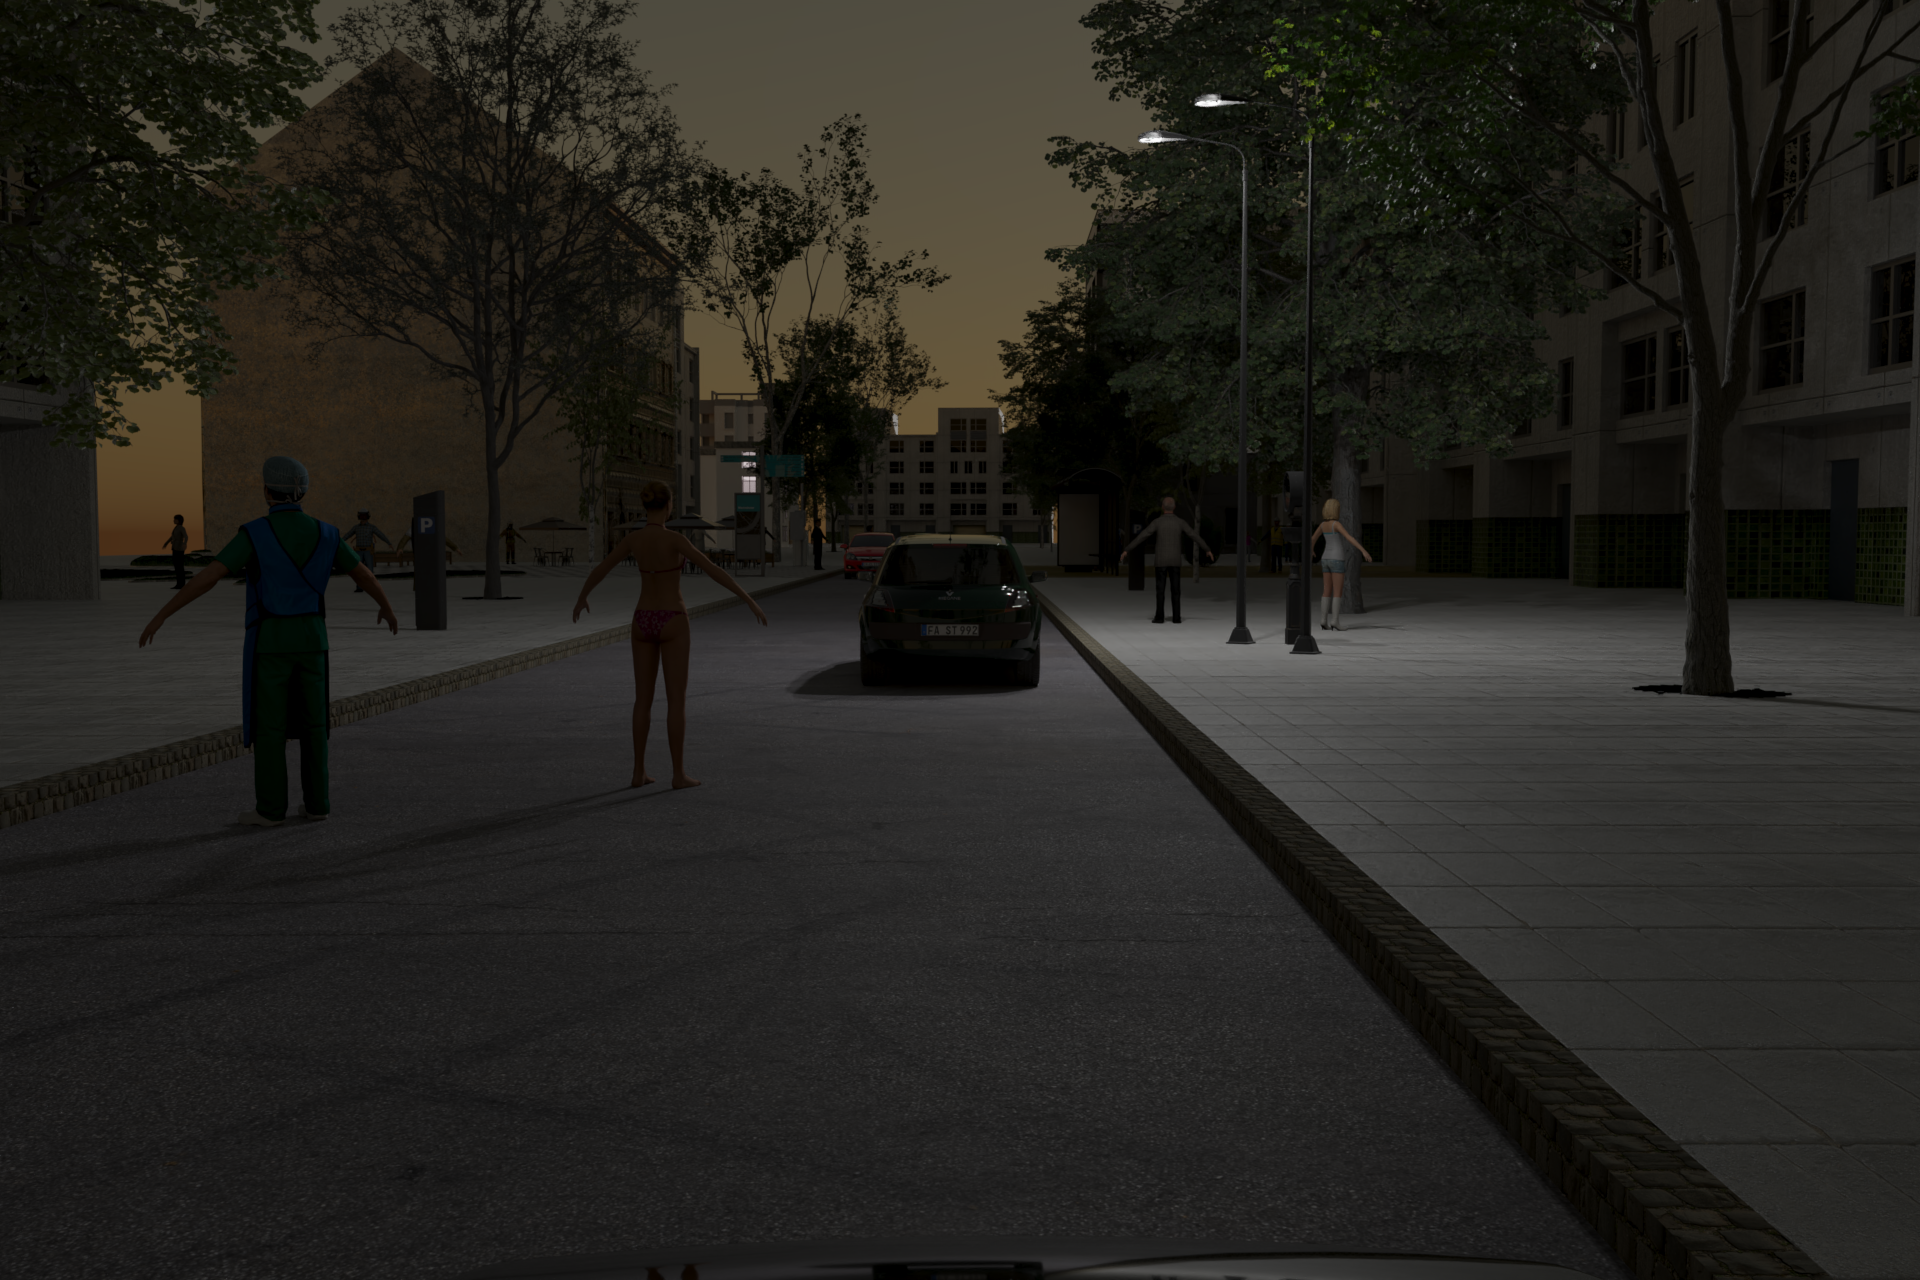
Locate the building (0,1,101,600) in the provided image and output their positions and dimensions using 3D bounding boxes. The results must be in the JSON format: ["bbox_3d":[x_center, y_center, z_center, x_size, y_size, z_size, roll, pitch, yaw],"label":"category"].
[{"bbox_3d":[-25.328,-9.257,17.809,16.747,18.905,31.486,0,4,0],"label":"building"}]

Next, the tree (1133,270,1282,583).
[{"bbox_3d":[6.322,-5.818,45.493,4.737,8.622,4.395,0,3,0],"label":"tree"}]

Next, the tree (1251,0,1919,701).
[{"bbox_3d":[6.069,-5.379,13.702,9.928,11.665,9.643,0,3,0],"label":"tree"}]

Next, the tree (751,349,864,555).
[{"bbox_3d":[-9.195,-11.503,106.195,7.486,12.596,7.792,0,3,0],"label":"tree"}]

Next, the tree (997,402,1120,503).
[{"bbox_3d":[6.341,-10.482,105.787,8.767,10.594,7.601,0,4,6],"label":"tree"}]

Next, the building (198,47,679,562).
[{"bbox_3d":[-25.284,-15.708,87.756,19.493,23.208,18.063,0,4,1],"label":"building"}]

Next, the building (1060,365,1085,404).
[{"bbox_3d":[26.126,-22.614,213.716,27.936,21.610,32.646,0,4,0],"label":"building"}]

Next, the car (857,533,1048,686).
[{"bbox_3d":[-0.083,-0.486,17.735,2.009,1.686,4.222,0,4,0],"label":"car"}]

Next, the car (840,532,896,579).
[{"bbox_3d":[-2.803,-2.903,56.497,2.155,1.783,4.494,0,3,0],"label":"car"}]

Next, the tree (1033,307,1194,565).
[{"bbox_3d":[6.811,-8.406,71.844,8.767,10.594,7.601,1,4,20],"label":"tree"}]

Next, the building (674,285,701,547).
[{"bbox_3d":[-28.311,-15.331,117.118,16.747,18.905,31.486,0,3,0],"label":"building"}]

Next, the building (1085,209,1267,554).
[{"bbox_3d":[22.833,-17.207,125.303,27.936,21.610,32.646,0,4,1],"label":"building"}]

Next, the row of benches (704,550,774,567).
[{"bbox_3d":[-8.851,-3.189,67.609,4.104,0.672,1.422,3,4,37],"label":"row of benches"}]

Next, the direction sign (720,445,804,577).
[{"bbox_3d":[-5.922,-3.912,52.722,2.525,3.948,1.411,0,4,2],"label":"direction sign"}]

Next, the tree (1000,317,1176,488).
[{"bbox_3d":[7.267,-11.270,94.636,12.009,13.543,11.850,0,3,0],"label":"tree"}]

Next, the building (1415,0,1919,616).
[{"bbox_3d":[23.477,-10.735,41.972,16.747,18.905,31.486,0,4,1],"label":"building"}]

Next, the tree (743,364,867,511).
[{"bbox_3d":[-8.179,-9.716,93.263,7.601,10.594,8.767,-3,5,-43],"label":"tree"}]

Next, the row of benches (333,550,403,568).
[{"bbox_3d":[-23.503,-3.143,66.851,4.104,0.672,1.422,-1,4,-12],"label":"row of benches"}]

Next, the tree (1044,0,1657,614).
[{"bbox_3d":[6.120,-7.404,27.705,9.857,13.997,8.962,0,3,0],"label":"tree"}]

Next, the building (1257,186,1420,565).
[{"bbox_3d":[25.931,-13.457,86.484,16.747,18.905,31.486,0,4,0],"label":"building"}]

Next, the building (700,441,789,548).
[{"bbox_3d":[-21.312,-13.987,170.840,9.099,9.664,28.070,0,4,1],"label":"building"}]

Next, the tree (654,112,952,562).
[{"bbox_3d":[-7.147,-13.561,77.617,12.611,20.169,13.585,0,3,0],"label":"tree"}]

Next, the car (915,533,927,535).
[{"bbox_3d":[-2.249,-6.185,109.915,1.959,1.807,4.718,0,4,0],"label":"car"}]

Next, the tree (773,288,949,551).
[{"bbox_3d":[-7.635,-16.968,133.308,12.611,20.169,13.585,0,3,0],"label":"tree"}]

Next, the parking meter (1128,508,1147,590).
[{"bbox_3d":[4.041,-2.063,39.435,0.399,1.863,0.255,0,4,1],"label":"parking meter"}]

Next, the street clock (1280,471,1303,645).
[{"bbox_3d":[3.886,-0.949,20.081,0.358,2.002,0.471,0,3,0],"label":"street clock"}]

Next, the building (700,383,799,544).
[{"bbox_3d":[-26.451,-22.074,217.333,16.016,20.090,11.380,0,4,0],"label":"building"}]

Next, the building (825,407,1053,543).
[{"bbox_3d":[-2.491,-23.220,248.556,31.486,18.905,16.747,0,4,4],"label":"building"}]

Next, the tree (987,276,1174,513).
[{"bbox_3d":[6.444,-10.812,83.438,9.857,13.997,8.962,0,3,0],"label":"tree"}]

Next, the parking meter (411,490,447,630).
[{"bbox_3d":[-7.085,-1.064,23.111,0.399,1.863,0.255,0,4,1],"label":"parking meter"}]

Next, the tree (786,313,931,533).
[{"bbox_3d":[-9.374,-17.975,149.776,12.611,20.169,13.585,0,3,0],"label":"tree"}]

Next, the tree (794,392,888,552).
[{"bbox_3d":[-8.907,-12.059,122.918,9.928,11.665,9.643,0,3,0],"label":"tree"}]

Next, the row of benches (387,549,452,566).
[{"bbox_3d":[-22.086,-3.399,71.039,1.422,0.672,4.104,1,4,13],"label":"row of benches"}]

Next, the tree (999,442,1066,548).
[{"bbox_3d":[7.621,-14.168,157.404,9.928,11.665,9.643,0,3,0],"label":"tree"}]

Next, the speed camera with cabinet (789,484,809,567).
[{"bbox_3d":[-6.371,-4.541,68.580,0.660,3.252,2.038,0,3,0],"label":"speed camera with cabinet"}]
